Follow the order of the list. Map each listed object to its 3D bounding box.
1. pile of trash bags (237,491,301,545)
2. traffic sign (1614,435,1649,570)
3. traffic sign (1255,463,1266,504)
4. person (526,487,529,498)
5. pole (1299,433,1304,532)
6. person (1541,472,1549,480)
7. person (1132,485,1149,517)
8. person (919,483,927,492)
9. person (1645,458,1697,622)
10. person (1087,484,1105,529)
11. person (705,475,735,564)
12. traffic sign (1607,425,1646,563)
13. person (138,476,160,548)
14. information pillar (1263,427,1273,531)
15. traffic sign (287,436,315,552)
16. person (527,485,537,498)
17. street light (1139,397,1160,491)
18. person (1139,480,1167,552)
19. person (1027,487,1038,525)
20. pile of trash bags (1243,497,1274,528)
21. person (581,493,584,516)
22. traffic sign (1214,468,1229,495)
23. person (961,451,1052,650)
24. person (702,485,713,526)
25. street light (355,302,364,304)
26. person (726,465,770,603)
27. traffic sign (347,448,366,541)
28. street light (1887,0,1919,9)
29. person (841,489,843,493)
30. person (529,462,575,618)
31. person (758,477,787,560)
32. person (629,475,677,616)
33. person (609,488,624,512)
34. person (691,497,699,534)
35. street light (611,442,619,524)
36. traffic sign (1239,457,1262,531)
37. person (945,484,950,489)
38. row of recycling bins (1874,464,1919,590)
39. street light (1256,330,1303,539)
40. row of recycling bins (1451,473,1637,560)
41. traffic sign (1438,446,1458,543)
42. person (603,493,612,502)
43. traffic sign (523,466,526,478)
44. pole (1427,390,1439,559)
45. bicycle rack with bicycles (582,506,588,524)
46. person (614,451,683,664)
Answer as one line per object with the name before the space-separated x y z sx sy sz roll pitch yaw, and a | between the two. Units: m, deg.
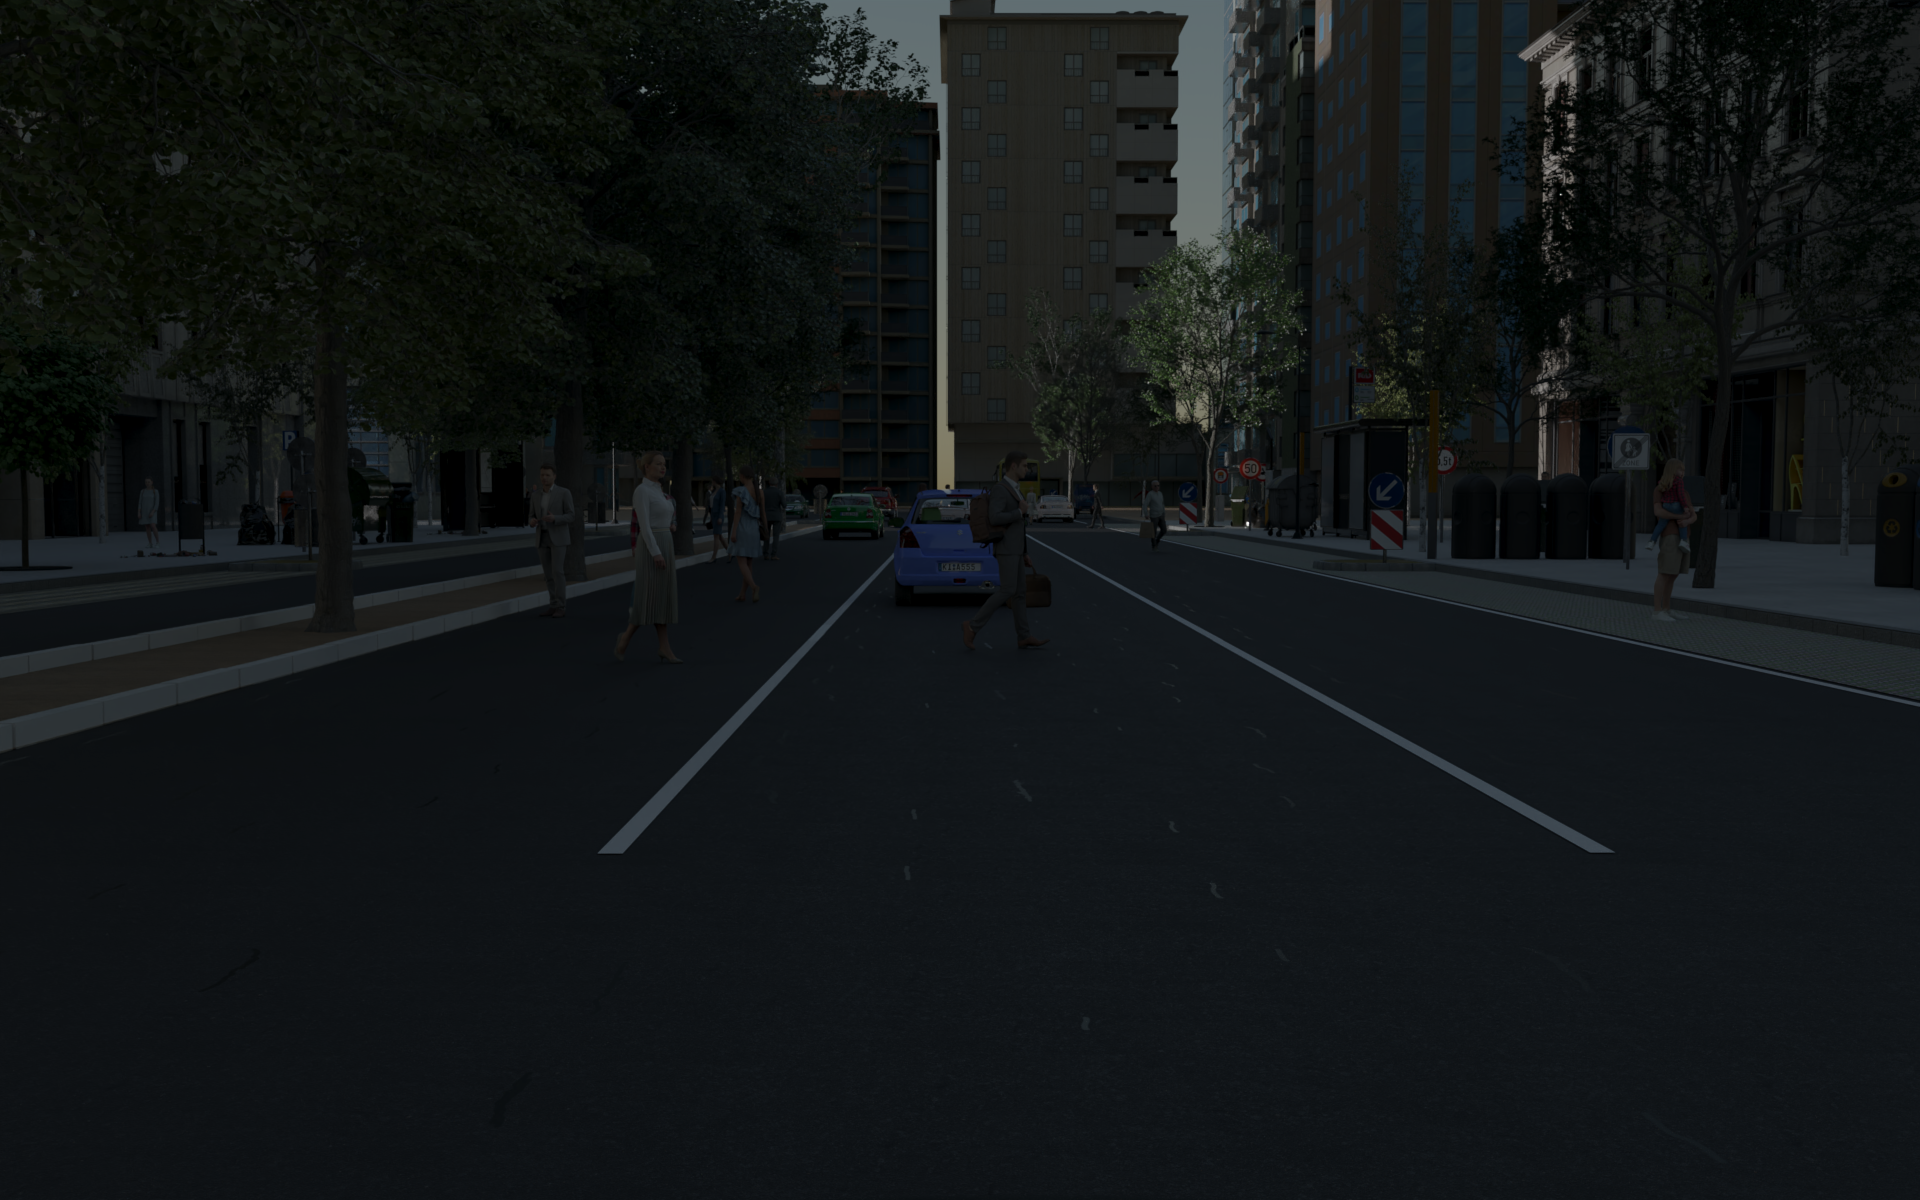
pile of trash bags | -17.628 -2.151 44.918 1.912 1.369 3.447 -1 4 -14
traffic sign | 11.340 -1.665 29.347 0.606 2.300 0.079 0 4 4
traffic sign | 12.549 -4.391 71.893 0.768 2.556 0.104 0 4 7
person | -29.020 -6.667 115.880 1.217 1.723 0.721 0 4 -6
pole | 11.315 -3.895 57.532 0.158 3.312 0.155 0 3 0
person | 13.781 -2.122 40.840 0.391 1.810 0.635 -3 4 -37
person | 10.390 -5.603 97.610 1.348 1.831 0.705 2 4 24
person | -1.164 -2.527 50.414 0.643 1.750 0.593 1 4 21
person | 7.999 -0.673 19.476 0.573 1.828 0.580 0 4 7
person | 5.655 -3.896 71.973 0.755 1.850 0.659 1 4 14
person | -4.944 -1.662 35.701 0.654 1.822 0.581 -1 4 -15
traffic sign | 12.405 -1.964 32.212 0.768 2.556 0.104 1 4 9
person | -19.233 -2.084 41.123 0.512 1.701 0.522 0 4 -3
information pillar | 10.773 -4.223 60.399 0.183 3.616 0.504 -1 4 -10
traffic sign | -14.543 -2.338 38.325 0.768 2.556 0.104 1 4 9
person | -21.826 -5.044 89.072 0.990 1.755 0.434 -2 4 -24
street light | 9.016 -6.770 83.232 1.470 5.913 1.316 0 4 0
person | 4.750 -2.067 42.788 0.782 1.767 0.515 -3 5 -40
person | 3.261 -4.359 80.119 0.694 1.780 0.624 3 5 41
pile of trash bags | 11.940 -3.399 65.327 1.912 1.369 3.447 0 4 -5
person | -22.064 -5.708 100.293 0.530 1.710 0.541 -2 4 -34
traffic sign | 12.619 -5.125 83.903 0.768 2.556 0.104 0 4 8
person | 0.431 -0.463 16.032 0.822 1.834 0.622 0 4 5
person | -11.224 -4.257 77.877 0.755 1.850 0.659 0 4 0
street light | -14.333 -4.210 41.376 1.470 5.913 1.316 0 4 0
person | -2.772 -0.876 22.918 0.616 1.811 0.778 -2 4 -31
traffic sign | -16.603 -2.892 47.390 0.768 2.556 0.104 0 4 6
street light | 9.303 -2.673 16.244 1.470 5.913 1.316 0 4 0
person | -11.095 -9.466 162.906 1.348 1.869 0.705 0 4 -7
person | -4.817 -0.704 20.206 0.606 1.804 0.583 1 4 14
person | -4.059 -1.775 37.696 0.661 1.801 0.590 1 4 8
person | -3.501 -0.638 19.770 0.563 1.720 0.643 -2 4 -30
person | -24.978 -7.288 125.916 1.217 1.735 0.721 1 4 21
person | -9.627 -3.208 61.627 0.731 1.740 0.598 -3 4 -36
street light | -14.365 -6.244 74.639 1.470 5.913 1.316 0 4 0
traffic sign | 10.111 -3.683 60.330 0.768 2.556 0.104 0 4 6
person | -0.564 -4.028 74.137 0.755 1.850 0.659 -2 4 -25
row of recycling bins | 13.064 -0.947 22.589 1.069 1.692 3.534 0 4 5
street light | 9.100 -4.696 49.325 1.470 5.913 1.316 0 4 0
row of recycling bins | 11.557 -1.660 34.259 3.534 1.692 1.069 0 4 3
traffic sign | 12.703 -2.783 45.613 0.768 2.556 0.104 0 4 2
person | -24.534 -6.889 118.759 1.350 1.814 0.705 -3 4 -38
traffic sign | -17.827 -4.250 69.598 0.768 2.556 0.104 0 4 2
pole | 9.325 -2.463 34.118 0.158 3.312 0.155 0 3 0
bicycle rack with bicycles | -17.258 -3.754 74.765 2.925 0.926 2.852 0 4 2
person | -2.652 -0.363 14.658 0.641 1.798 0.478 2 4 24
